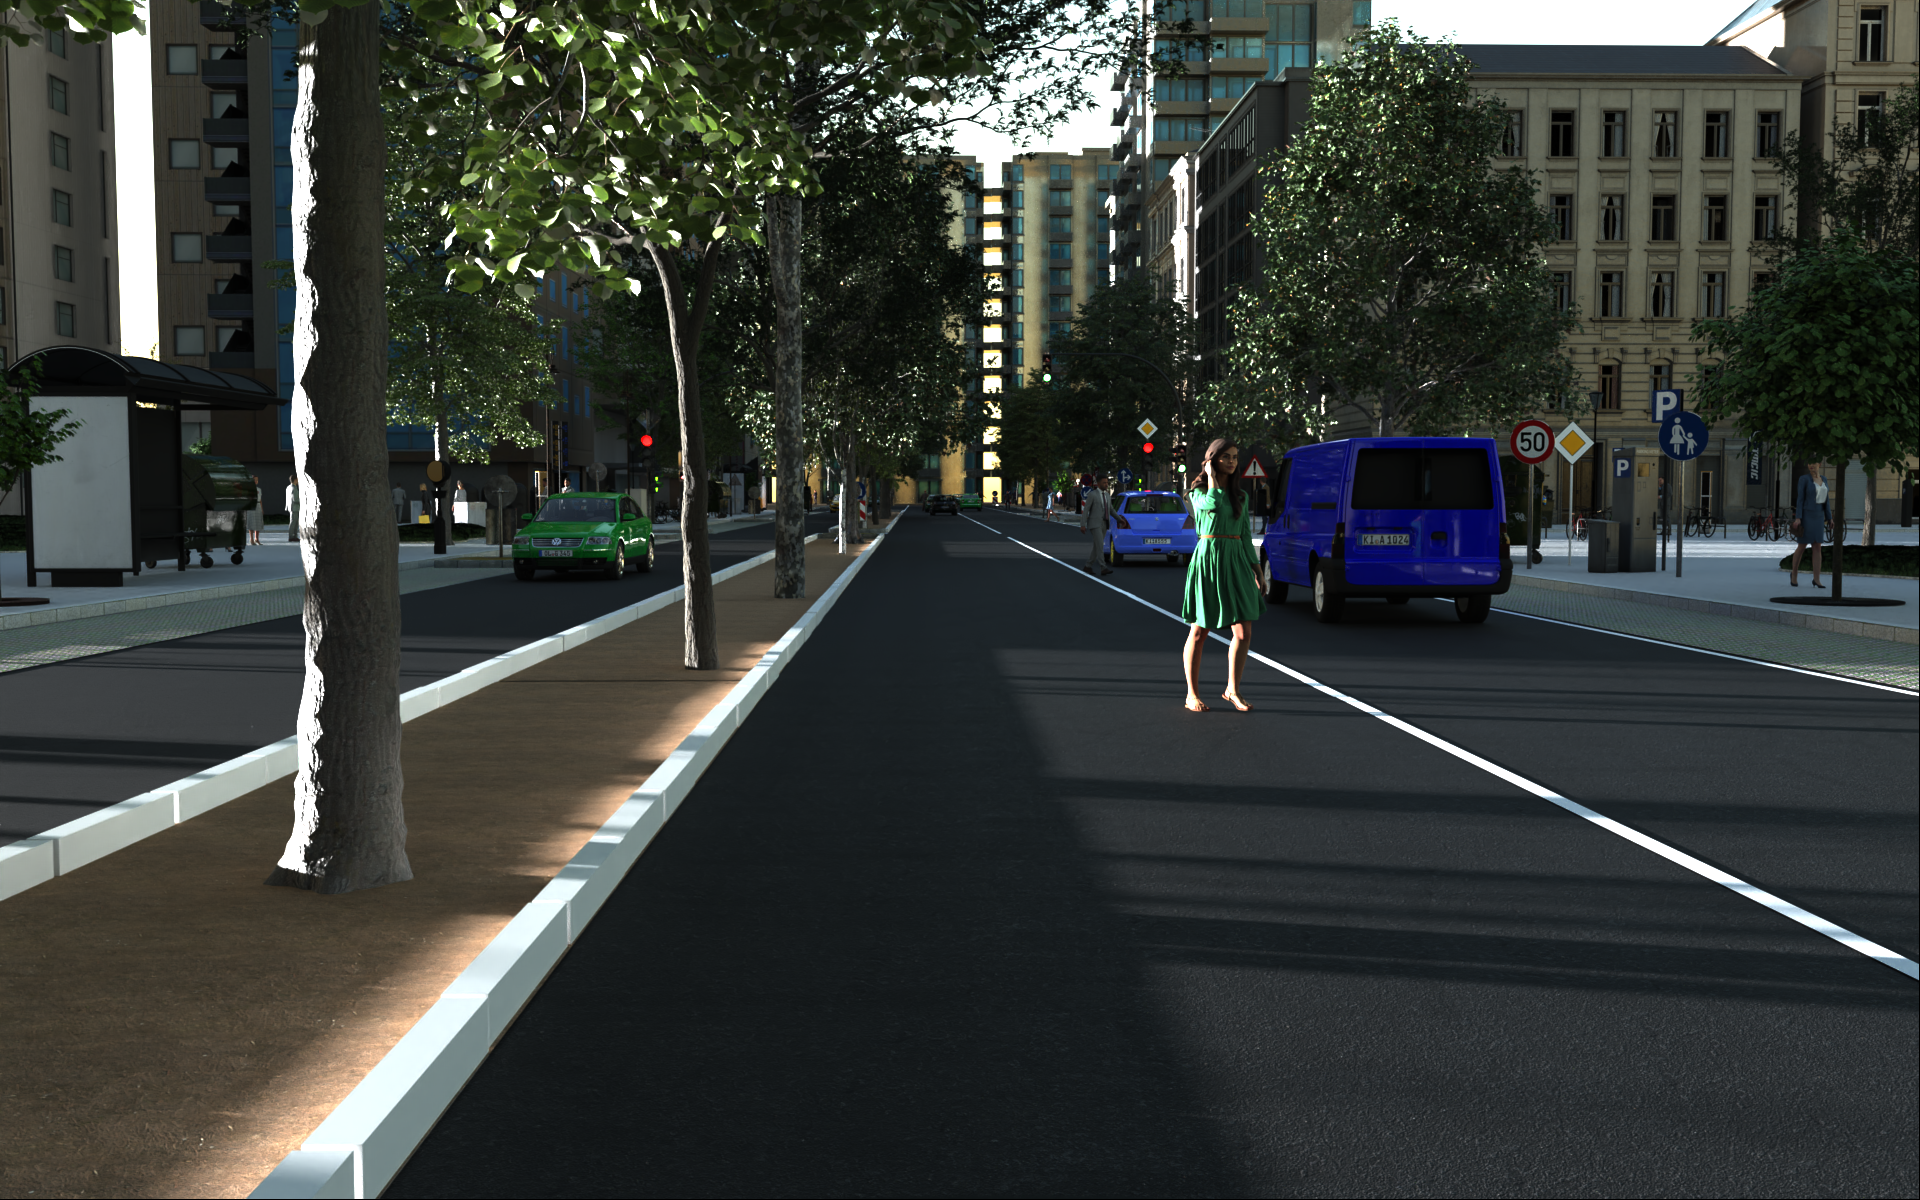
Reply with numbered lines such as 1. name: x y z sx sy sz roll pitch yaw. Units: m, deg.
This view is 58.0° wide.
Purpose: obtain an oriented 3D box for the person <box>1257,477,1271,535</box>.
1. person: 9.718 -3.001 55.023 0.836 1.842 0.656 -2 4 -29

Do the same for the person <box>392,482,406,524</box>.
1. person: -24.294 -4.201 74.931 0.606 1.804 0.583 -1 4 -21

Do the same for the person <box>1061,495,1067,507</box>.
1. person: 10.588 -10.164 175.483 0.557 1.426 1.065 -3 5 -41

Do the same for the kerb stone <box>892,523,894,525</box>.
1. kerb stone: -2.879 -2.987 71.074 0.120 0.150 1.000 0 4 -1

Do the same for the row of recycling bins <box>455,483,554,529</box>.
1. row of recycling bins: -16.722 -3.462 63.713 3.534 1.692 1.069 -2 4 -25

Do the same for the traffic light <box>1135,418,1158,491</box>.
1. traffic light: 6.891 -4.591 63.990 0.839 4.253 0.868 0 4 -1

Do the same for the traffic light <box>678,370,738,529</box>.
1. traffic light: -8.076 -5.442 63.646 4.771 5.953 1.251 0 4 -1

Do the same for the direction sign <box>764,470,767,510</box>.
1. direction sign: -15.613 -8.954 138.389 0.379 3.537 0.876 -1 4 -9

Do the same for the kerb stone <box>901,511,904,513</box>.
1. kerb stone: -3.910 -5.558 113.075 0.120 0.150 1.000 0 4 -1

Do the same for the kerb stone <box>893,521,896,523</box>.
1. kerb stone: -3.013 -3.296 76.196 0.120 0.150 1.000 0 4 -1

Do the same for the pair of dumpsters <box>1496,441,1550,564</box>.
1. pair of dumpsters: 9.998 -1.910 33.720 1.574 2.255 4.437 0 4 -1

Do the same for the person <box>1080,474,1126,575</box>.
1. person: 2.470 -1.340 30.688 0.678 1.792 0.850 -3 5 -42

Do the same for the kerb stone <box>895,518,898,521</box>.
1. kerb stone: -3.192 -3.741 83.360 0.120 0.150 1.000 0 4 -1

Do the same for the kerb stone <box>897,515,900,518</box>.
1. kerb stone: -3.412 -4.304 92.583 0.120 0.150 1.000 0 4 -1

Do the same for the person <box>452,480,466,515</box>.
1. person: -16.172 -3.025 56.253 0.760 1.731 0.466 -1 4 -11

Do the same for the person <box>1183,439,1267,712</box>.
1. person: 1.713 -0.163 11.413 0.600 1.795 0.529 -3 4 -37

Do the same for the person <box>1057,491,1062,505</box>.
1. person: 11.565 -11.807 200.021 0.436 1.711 0.756 -3 4 -36

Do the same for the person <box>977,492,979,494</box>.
1. person: 2.117 -11.751 202.096 0.593 1.643 0.415 3 4 38

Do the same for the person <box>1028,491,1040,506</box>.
1. person: 8.032 -11.122 187.869 1.348 1.826 0.705 0 4 -2

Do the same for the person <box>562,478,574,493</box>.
1. person: -12.515 -2.986 55.041 0.511 1.800 0.466 1 4 10

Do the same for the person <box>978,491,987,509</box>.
1. person: 2.010 -9.605 166.059 1.217 1.766 0.721 -1 4 -19

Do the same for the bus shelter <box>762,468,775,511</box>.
1. bus shelter: -15.218 -8.409 131.408 2.014 3.302 5.546 0 4 -1

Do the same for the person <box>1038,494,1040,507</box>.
1. person: 7.204 -9.509 162.442 0.541 1.710 0.530 1 4 23

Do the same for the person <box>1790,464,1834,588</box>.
1. person: 11.702 -1.086 23.817 0.581 1.822 0.654 0 4 3

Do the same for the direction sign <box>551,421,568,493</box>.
1. direction sign: -12.426 -3.783 53.857 0.379 3.537 0.876 1 4 19

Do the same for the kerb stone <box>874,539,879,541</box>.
1. kerb stone: -2.278 -1.452 45.938 0.120 0.150 1.000 0 4 -1

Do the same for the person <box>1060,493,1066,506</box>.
1. person: 10.783 -10.360 178.651 0.991 1.433 0.599 -1 4 -20

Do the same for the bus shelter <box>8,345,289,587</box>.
1. bus shelter: -12.197 -1.983 26.341 2.014 3.302 5.546 0 4 -1

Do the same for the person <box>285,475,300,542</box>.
1. person: -17.922 -2.483 46.838 0.583 1.804 0.606 -3 5 -43

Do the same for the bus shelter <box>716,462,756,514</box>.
1. bus shelter: -14.639 -7.318 113.576 2.014 3.302 5.546 0 4 -1

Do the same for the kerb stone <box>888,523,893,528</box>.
1. kerb stone: -2.863 -2.926 70.046 0.120 0.150 1.000 0 4 -1

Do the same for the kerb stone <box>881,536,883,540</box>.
1. kerb stone: -2.378 -1.702 50.031 0.120 0.150 1.000 0 4 -1

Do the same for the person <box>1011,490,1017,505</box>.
1. person: 6.627 -12.590 212.336 0.683 1.767 0.568 -2 4 -30

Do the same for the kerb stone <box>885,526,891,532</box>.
1. kerb stone: -2.735 -2.607 64.915 0.120 0.150 1.000 0 4 -1

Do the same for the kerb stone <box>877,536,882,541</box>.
1. kerb stone: -2.345 -1.639 49.009 0.120 0.150 1.000 0 4 -1

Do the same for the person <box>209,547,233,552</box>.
1. person: -16.429 -1.951 38.215 0.573 1.790 0.520 1 4 20

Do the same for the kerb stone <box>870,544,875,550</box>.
1. kerb stone: -2.178 -1.201 41.828 0.120 0.150 1.000 0 4 -1

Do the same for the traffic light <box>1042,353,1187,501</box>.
1. traffic light: 4.996 -4.963 55.815 4.771 5.953 1.251 0 4 -1

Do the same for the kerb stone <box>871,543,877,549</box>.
1. kerb stone: -2.194 -1.263 42.850 0.120 0.150 1.000 0 4 -1

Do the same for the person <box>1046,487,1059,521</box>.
1. person: 4.776 -4.981 90.028 0.778 1.811 0.616 0 4 -3

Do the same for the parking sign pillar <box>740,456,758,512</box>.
1. parking sign pillar: -15.056 -8.252 123.390 1.447 3.967 1.447 -1 4 -18

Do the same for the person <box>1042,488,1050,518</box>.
1. person: 5.120 -5.759 102.838 0.511 1.800 0.466 0 4 2

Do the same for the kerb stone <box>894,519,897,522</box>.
1. kerb stone: -3.111 -3.552 80.295 0.120 0.150 1.000 0 4 -1

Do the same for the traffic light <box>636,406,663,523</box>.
1. traffic light: -9.971 -4.077 55.578 0.839 4.253 0.868 0 4 -1

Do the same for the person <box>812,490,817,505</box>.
1. person: -17.592 -12.429 209.712 0.568 1.767 0.683 1 4 8

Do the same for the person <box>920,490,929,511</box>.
1. person: -2.903 -8.293 144.651 0.990 1.755 0.434 1 4 14

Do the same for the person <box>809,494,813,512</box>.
1. person: -12.112 -7.873 140.480 0.557 1.426 1.065 1 4 14

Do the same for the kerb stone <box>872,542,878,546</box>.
1. kerb stone: -2.223 -1.324 43.886 0.120 0.150 1.000 0 4 -1

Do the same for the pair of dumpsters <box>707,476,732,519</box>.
1. pair of dumpsters: -13.033 -5.436 91.374 1.574 2.255 4.437 0 4 -1

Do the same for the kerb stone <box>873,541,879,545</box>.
1. kerb stone: -2.249 -1.386 44.917 0.120 0.150 1.000 0 4 -1

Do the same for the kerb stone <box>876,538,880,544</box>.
1. kerb stone: -2.304 -1.515 46.966 0.120 0.150 1.000 0 4 -1

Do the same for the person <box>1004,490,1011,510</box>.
1. person: 4.301 -9.089 157.635 0.617 1.759 0.750 1 4 16

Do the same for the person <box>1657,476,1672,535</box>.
1. person: 21.938 -2.945 54.008 0.447 1.846 0.655 0 4 -5

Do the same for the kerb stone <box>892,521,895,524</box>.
1. kerb stone: -2.967 -3.178 74.150 0.120 0.150 1.000 0 4 -1

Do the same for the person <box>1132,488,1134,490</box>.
1. person: 12.962 -7.521 129.565 0.362 1.759 0.519 0 4 -7

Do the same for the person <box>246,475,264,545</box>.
1. person: -17.645 -2.254 43.466 0.524 1.755 0.480 2 4 23

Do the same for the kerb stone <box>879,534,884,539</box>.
1. kerb stone: -2.426 -1.828 52.076 0.120 0.150 1.000 0 4 -1

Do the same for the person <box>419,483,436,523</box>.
1. person: -17.861 -3.050 58.578 0.699 1.804 1.509 1 4 21

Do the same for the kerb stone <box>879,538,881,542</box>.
1. kerb stone: -2.324 -1.572 47.988 0.120 0.150 1.000 0 4 -1

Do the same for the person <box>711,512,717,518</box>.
1. person: -13.477 -5.259 94.622 0.523 1.515 0.503 2 4 27
